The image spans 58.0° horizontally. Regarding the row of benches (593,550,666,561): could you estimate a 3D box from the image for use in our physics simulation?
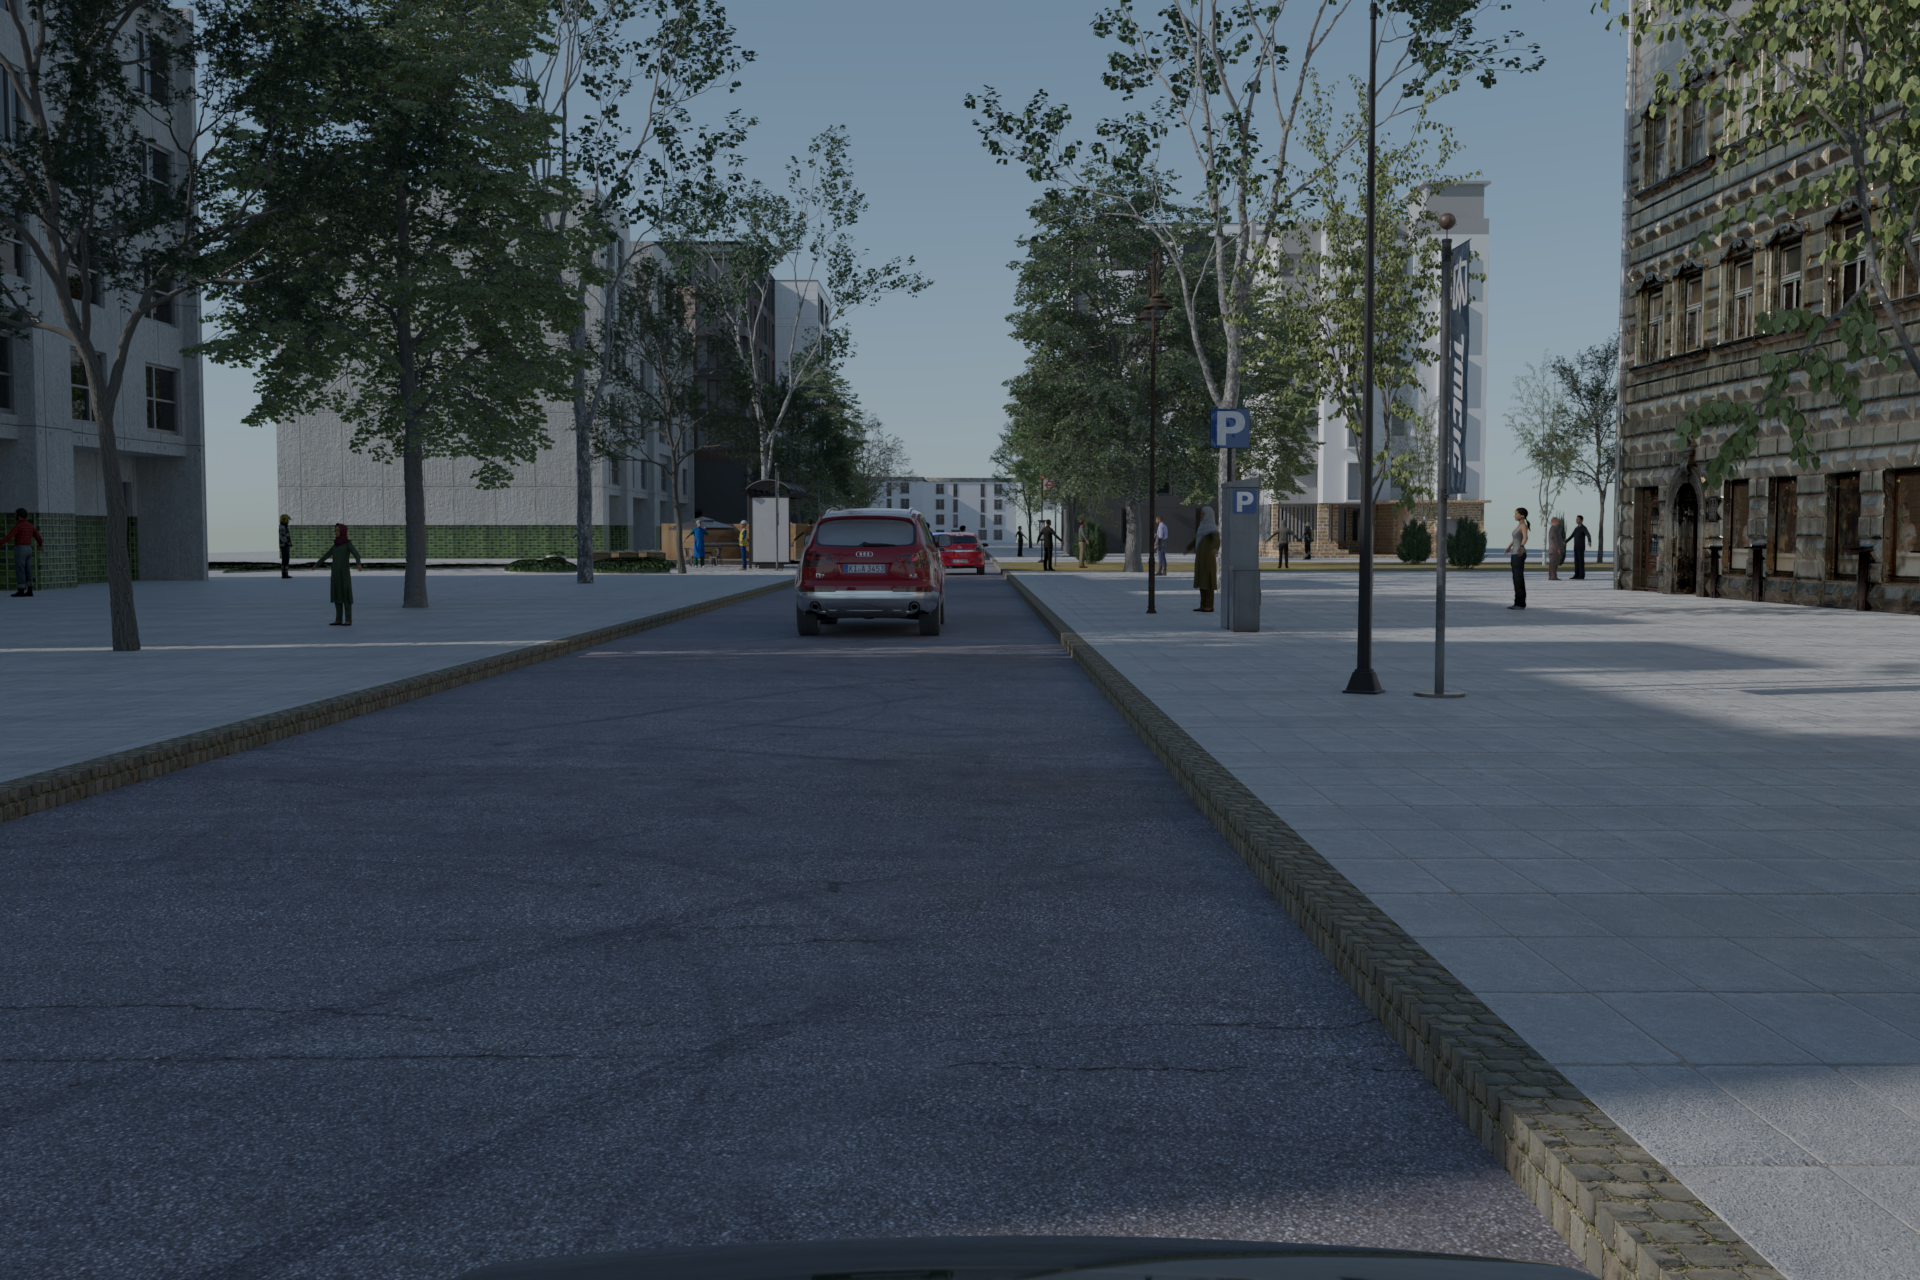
[{"bbox_3d":[-13.231,-3.200,67.782,1.422,0.672,4.104,3,4,37],"label":"row of benches"}]

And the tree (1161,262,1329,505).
[{"bbox_3d":[11.760,-9.422,72.185,7.486,12.596,7.792,0,3,0],"label":"tree"}]

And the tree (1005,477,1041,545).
[{"bbox_3d":[6.744,-13.206,166.275,4.360,8.622,3.978,0,3,0],"label":"tree"}]

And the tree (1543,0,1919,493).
[{"bbox_3d":[5.437,-3.612,9.419,4.737,8.622,4.395,0,3,0],"label":"tree"}]

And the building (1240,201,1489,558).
[{"bbox_3d":[22.125,-15.204,105.007,16.016,20.090,11.380,0,4,1],"label":"building"}]

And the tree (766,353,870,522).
[{"bbox_3d":[-9.242,-11.624,108.180,7.486,12.596,7.792,0,3,0],"label":"tree"}]

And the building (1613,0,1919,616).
[{"bbox_3d":[24.240,-12.178,30.040,19.493,23.208,18.063,0,4,0],"label":"building"}]

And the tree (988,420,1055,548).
[{"bbox_3d":[6.259,-14.120,156.620,9.928,11.665,9.643,0,3,0],"label":"tree"}]

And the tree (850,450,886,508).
[{"bbox_3d":[-8.768,-12.329,151.933,4.360,8.622,3.978,0,3,0],"label":"tree"}]

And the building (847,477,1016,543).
[{"bbox_3d":[-5.656,-18.888,253.421,28.070,9.664,9.099,0,4,-6],"label":"building"}]

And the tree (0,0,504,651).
[{"bbox_3d":[-9.343,-5.177,19.054,8.767,10.594,7.601,-2,4,-32],"label":"tree"}]

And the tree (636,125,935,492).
[{"bbox_3d":[-8.024,-13.707,80.000,12.611,20.169,13.585,0,3,0],"label":"tree"}]

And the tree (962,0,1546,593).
[{"bbox_3d":[6.482,-11.175,38.596,12.611,20.169,13.585,0,3,0],"label":"tree"}]

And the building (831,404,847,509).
[{"bbox_3d":[-24.322,-22.294,230.959,16.747,18.905,31.486,0,4,-1],"label":"building"}]

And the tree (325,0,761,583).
[{"bbox_3d":[-10.760,-11.467,43.376,12.611,20.169,13.585,0,3,0],"label":"tree"}]

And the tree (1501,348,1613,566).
[{"bbox_3d":[23.319,-7.290,69.555,4.360,8.622,3.978,0,3,0],"label":"tree"}]

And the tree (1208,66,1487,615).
[{"bbox_3d":[6.259,-4.685,26.965,4.737,8.622,4.395,0,3,0],"label":"tree"}]

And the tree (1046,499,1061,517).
[{"bbox_3d":[16.412,-20.954,252.968,12.009,13.543,11.850,0,3,0],"label":"tree"}]

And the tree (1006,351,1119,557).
[{"bbox_3d":[6.313,-10.492,97.296,9.928,11.665,9.643,0,3,0],"label":"tree"}]

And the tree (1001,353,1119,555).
[{"bbox_3d":[6.268,-11.636,108.371,7.486,12.596,7.792,0,3,0],"label":"tree"}]

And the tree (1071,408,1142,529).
[{"bbox_3d":[6.555,-8.410,87.859,4.360,8.622,3.978,0,3,0],"label":"tree"}]

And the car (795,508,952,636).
[{"bbox_3d":[-1.264,-1.057,25.955,2.281,1.827,5.304,0,4,1],"label":"car"}]

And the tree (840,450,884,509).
[{"bbox_3d":[-8.354,-11.372,136.300,4.737,8.622,4.395,0,3,0],"label":"tree"}]

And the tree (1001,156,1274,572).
[{"bbox_3d":[5.750,-9.240,57.732,9.857,13.997,8.962,0,3,0],"label":"tree"}]

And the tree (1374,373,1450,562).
[{"bbox_3d":[21.334,-7.842,78.587,4.360,8.622,3.978,0,3,0],"label":"tree"}]

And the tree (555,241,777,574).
[{"bbox_3d":[-9.341,-7.425,55.815,7.601,10.594,8.767,0,4,0],"label":"tree"}]

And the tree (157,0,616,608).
[{"bbox_3d":[-9.881,-6.853,30.172,7.486,12.596,7.792,0,3,0],"label":"tree"}]

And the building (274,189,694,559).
[{"bbox_3d":[-26.870,-14.574,104.750,16.747,18.905,31.486,0,4,0],"label":"building"}]

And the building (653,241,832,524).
[{"bbox_3d":[-25.354,-17.942,137.319,27.936,21.610,32.646,0,4,0],"label":"building"}]

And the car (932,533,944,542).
[{"bbox_3d":[-0.825,-4.490,83.006,1.945,1.707,3.694,0,4,-1],"label":"car"}]

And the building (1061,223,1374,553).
[{"bbox_3d":[21.424,-17.510,130.256,27.936,21.610,32.646,0,4,0],"label":"building"}]

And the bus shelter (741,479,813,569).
[{"bbox_3d":[-6.965,-4.432,66.394,2.014,3.302,5.546,0,4,2],"label":"bus shelter"}]

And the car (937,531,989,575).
[{"bbox_3d":[-0.036,-3.240,62.010,2.155,1.783,4.494,0,4,-1],"label":"car"}]

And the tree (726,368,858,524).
[{"bbox_3d":[-9.155,-9.962,97.289,7.601,10.594,8.767,2,4,30],"label":"tree"}]

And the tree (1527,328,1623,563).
[{"bbox_3d":[29.091,-8.758,77.607,7.601,10.594,8.767,-1,4,-18],"label":"tree"}]

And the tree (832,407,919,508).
[{"bbox_3d":[-9.175,-15.613,165.645,12.009,13.543,11.850,0,3,0],"label":"tree"}]
